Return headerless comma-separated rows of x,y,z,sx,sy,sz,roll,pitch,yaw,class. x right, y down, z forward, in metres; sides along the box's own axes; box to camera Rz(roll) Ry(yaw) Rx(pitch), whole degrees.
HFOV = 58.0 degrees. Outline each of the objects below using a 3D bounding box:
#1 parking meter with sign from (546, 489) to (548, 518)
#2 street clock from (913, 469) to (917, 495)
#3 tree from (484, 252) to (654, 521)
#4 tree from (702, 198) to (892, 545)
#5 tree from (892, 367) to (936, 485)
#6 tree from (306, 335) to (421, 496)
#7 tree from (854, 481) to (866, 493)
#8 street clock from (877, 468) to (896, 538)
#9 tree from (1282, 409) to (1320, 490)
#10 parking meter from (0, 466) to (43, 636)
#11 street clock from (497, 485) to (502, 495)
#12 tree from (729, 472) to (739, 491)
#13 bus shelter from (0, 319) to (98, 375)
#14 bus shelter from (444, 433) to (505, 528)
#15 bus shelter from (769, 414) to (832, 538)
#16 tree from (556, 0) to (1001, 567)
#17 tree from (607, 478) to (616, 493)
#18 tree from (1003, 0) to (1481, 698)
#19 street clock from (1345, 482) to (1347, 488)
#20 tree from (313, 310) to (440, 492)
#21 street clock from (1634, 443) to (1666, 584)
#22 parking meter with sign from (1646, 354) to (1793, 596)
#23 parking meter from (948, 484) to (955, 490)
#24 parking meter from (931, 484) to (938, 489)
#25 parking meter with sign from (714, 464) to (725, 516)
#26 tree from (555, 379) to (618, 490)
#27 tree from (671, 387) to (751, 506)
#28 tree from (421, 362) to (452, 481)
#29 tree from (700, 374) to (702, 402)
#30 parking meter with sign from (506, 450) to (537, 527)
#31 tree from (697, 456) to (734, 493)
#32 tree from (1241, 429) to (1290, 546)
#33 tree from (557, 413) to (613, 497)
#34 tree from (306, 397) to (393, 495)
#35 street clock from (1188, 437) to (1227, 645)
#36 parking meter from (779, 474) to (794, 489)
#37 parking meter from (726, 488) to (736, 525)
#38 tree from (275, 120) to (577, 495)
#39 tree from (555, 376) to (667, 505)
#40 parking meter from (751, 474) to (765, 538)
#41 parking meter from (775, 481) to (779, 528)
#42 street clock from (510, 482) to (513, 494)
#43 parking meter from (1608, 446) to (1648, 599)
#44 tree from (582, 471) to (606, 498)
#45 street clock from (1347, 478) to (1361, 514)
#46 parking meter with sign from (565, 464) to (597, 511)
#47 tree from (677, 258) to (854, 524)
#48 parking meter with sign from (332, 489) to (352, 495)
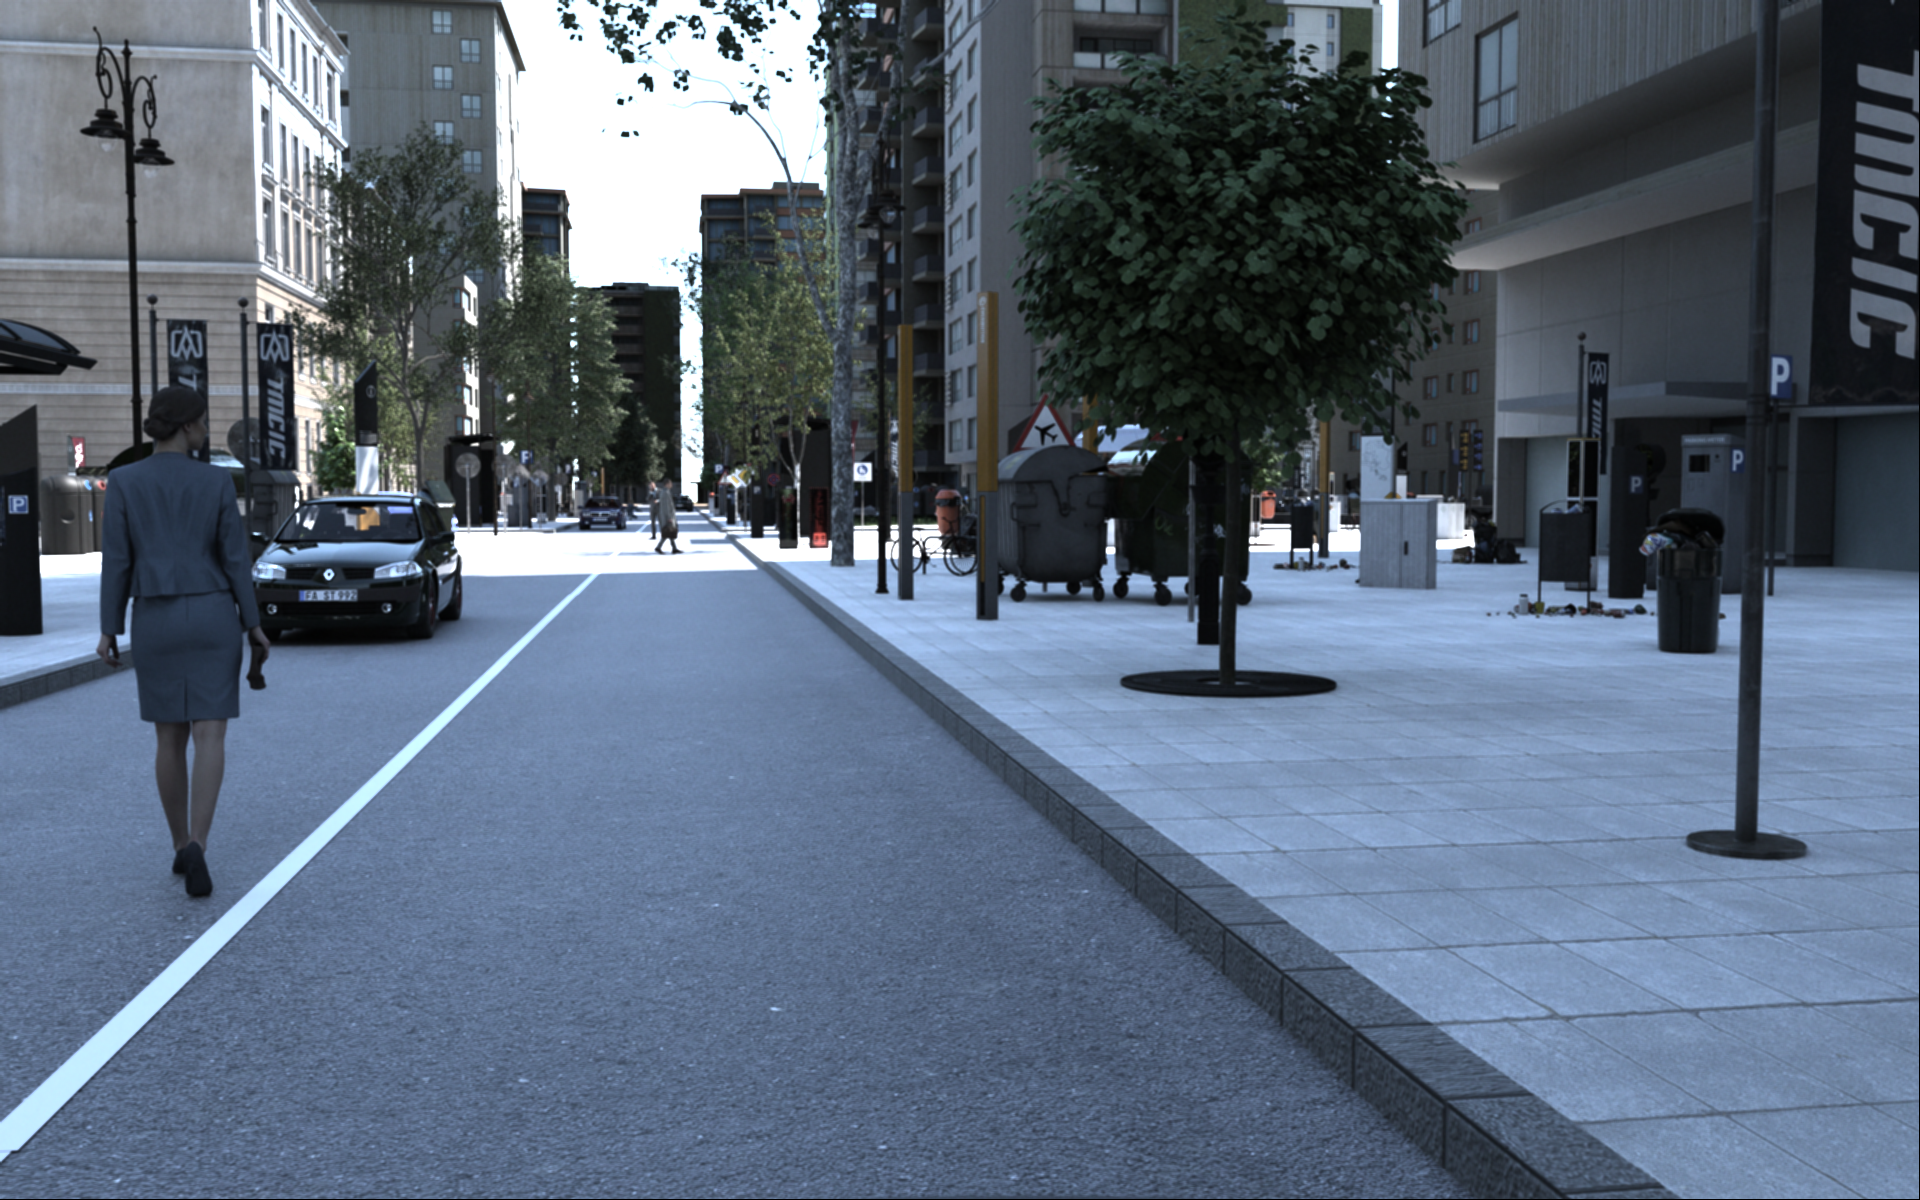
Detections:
-23.419,-6.018,94.663,1.738,3.016,0.543,0,4,-2,parking meter with sign
-1.409,-2.611,47.254,0.471,2.002,0.358,0,4,4,street clock
-19.046,-10.021,81.970,7.486,12.596,7.792,0,3,0,tree
-4.202,-5.707,43.667,4.737,8.622,4.395,0,3,0,tree
-3.451,-8.537,89.936,4.737,8.622,4.395,0,3,0,tree
-27.217,-7.852,78.743,4.360,8.622,3.978,0,3,0,tree
-6.315,-6.588,102.307,1.663,3.219,1.824,0,3,0,tree
-2.006,-2.619,47.395,0.471,2.002,0.358,2,4,32,street clock
17.218,-8.653,91.835,4.360,8.622,3.978,0,3,0,tree
-8.589,-0.450,15.772,0.372,1.533,0.369,0,3,0,parking meter
-35.663,-7.907,133.842,0.471,2.002,0.358,-1,4,-10,street clock
-17.740,-8.428,132.394,1.663,3.219,1.824,0,3,0,tree
-10.777,-1.456,17.727,2.014,3.302,5.546,-1,4,-9,bus shelter
-19.366,-4.775,69.351,1.731,3.624,6.357,-1,4,-9,bus shelter
-4.885,-3.815,53.656,1.731,3.624,6.357,-1,4,-9,bus shelter
-1.461,-10.745,31.570,12.611,20.169,13.585,0,3,0,tree
-36.065,-11.369,180.485,1.663,3.219,1.824,0,3,0,tree
1.755,-1.694,11.410,4.285,4.588,4.351,0,3,0,tree
20.166,-5.193,89.471,0.358,2.002,0.471,-3,5,-44,street clock
-21.843,-6.989,64.634,4.737,8.622,4.395,0,3,0,tree
9.805,-1.233,24.734,0.358,2.002,0.471,-1,4,-22,street clock
9.763,-1.601,22.436,0.543,3.016,1.738,-2,4,-34,parking meter with sign
-0.536,-5.903,102.218,0.255,1.863,0.399,-3,5,-44,parking meter
-1.438,-5.608,97.401,0.255,1.863,0.399,-2,4,-32,parking meter
-14.062,-6.452,101.752,0.543,3.016,1.738,0,4,-2,parking meter with sign
-23.323,-9.533,106.229,4.360,8.622,3.978,0,3,0,tree
-27.529,-17.250,192.402,12.009,13.543,11.850,0,3,0,tree
-28.566,-8.578,90.610,4.360,8.622,3.978,0,3,0,tree
-11.123,-8.360,87.054,4.737,8.622,4.395,0,3,0,tree
-17.295,-4.390,68.035,0.543,3.016,1.738,0,4,6,parking meter with sign
-20.751,-10.114,149.076,4.285,4.588,4.351,0,3,0,tree
7.462,-2.950,42.830,1.663,3.219,1.824,0,3,0,tree
-25.904,-10.402,120.438,4.737,8.622,4.395,0,3,0,tree
-12.391,-2.442,34.535,1.663,3.219,1.824,0,3,0,tree
2.128,-0.623,14.764,0.471,2.002,0.358,1,4,9,street clock
-4.879,-2.671,49.374,0.399,1.863,0.255,-1,4,-13,parking meter
-9.587,-3.921,72.515,0.372,1.533,0.369,0,3,0,parking meter
-13.099,-6.613,42.541,8.767,10.594,7.601,1,4,16,tree
-32.553,-14.918,160.922,9.611,12.733,9.660,0,3,0,tree
-5.878,-2.730,50.352,0.399,1.863,0.255,0,4,-4,parking meter
-6.797,-3.666,65.651,0.399,1.863,0.255,-1,4,-19,parking meter
-23.322,-5.280,90.896,0.358,2.002,0.471,3,5,44,street clock
8.223,-0.954,21.313,0.399,1.863,0.255,-2,4,-23,parking meter
-28.026,-8.294,130.203,1.663,3.219,1.824,0,3,0,tree
18.252,-4.610,79.949,0.471,2.002,0.358,0,4,-1,street clock
-22.309,-6.462,101.915,0.543,3.016,1.738,3,5,43,parking meter with sign
-8.464,-9.169,75.668,9.928,11.665,9.643,0,3,0,tree
-24.503,-4.425,68.616,1.738,3.016,0.543,-3,5,-40,parking meter with sign
